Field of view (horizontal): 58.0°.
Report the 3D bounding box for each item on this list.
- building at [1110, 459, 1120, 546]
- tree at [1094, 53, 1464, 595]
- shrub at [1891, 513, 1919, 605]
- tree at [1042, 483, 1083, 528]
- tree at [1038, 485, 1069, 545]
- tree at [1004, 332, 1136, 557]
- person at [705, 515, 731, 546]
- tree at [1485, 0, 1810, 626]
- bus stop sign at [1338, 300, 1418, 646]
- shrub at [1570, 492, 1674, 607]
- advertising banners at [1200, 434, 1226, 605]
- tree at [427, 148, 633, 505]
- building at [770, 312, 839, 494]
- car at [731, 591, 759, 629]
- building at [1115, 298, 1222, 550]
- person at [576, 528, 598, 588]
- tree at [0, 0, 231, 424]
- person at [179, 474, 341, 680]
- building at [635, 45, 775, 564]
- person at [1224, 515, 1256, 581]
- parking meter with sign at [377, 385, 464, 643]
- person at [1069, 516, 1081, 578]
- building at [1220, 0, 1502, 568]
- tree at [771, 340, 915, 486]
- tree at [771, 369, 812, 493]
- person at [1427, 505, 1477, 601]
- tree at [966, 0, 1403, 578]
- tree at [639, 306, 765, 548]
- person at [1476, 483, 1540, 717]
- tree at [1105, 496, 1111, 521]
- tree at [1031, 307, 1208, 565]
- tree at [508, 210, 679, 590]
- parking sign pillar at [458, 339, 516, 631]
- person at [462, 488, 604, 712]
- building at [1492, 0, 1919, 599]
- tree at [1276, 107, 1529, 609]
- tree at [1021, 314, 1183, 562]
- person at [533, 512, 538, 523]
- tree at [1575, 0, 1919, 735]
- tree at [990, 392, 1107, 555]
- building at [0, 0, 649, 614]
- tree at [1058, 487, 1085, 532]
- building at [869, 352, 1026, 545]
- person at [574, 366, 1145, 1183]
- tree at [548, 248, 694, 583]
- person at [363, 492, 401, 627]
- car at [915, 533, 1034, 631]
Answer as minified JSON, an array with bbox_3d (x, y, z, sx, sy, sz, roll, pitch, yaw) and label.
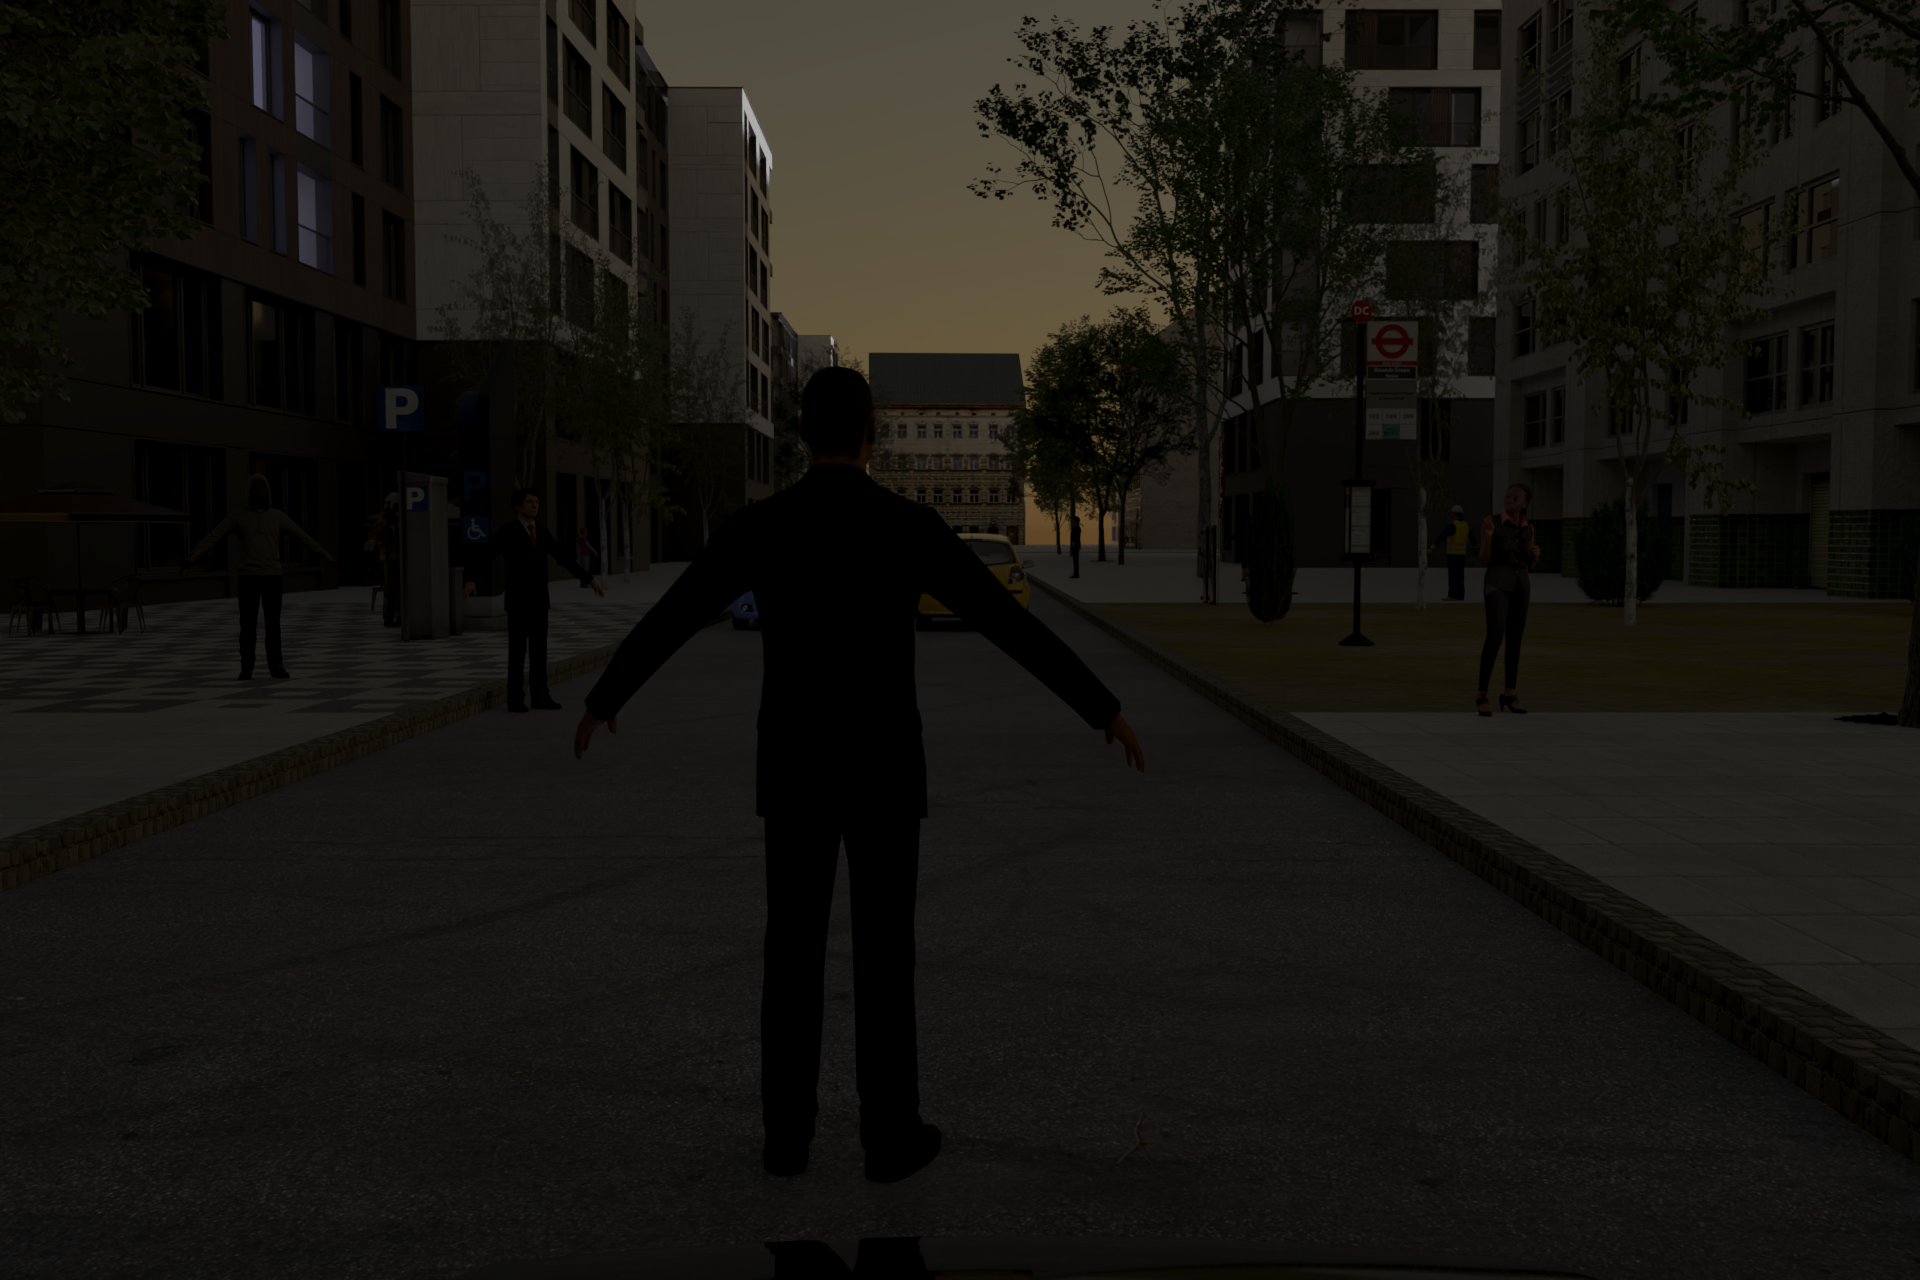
[{"bbox_3d":[21.060,-14.335,176.516,9.099,9.664,28.070,0,3,0],"label":"building"},{"bbox_3d":[6.681,-6.784,36.671,9.928,11.665,9.643,0,3,0],"label":"tree"},{"bbox_3d":[15.216,-1.354,26.556,1.690,2.028,1.600,0,3,0],"label":"shrub"},{"bbox_3d":[6.690,-10.135,116.066,4.737,8.622,4.395,0,3,0],"label":"tree"},{"bbox_3d":[11.212,-15.554,204.666,4.737,8.622,4.395,0,3,0],"label":"tree"},{"bbox_3d":[5.976,-10.983,97.697,7.486,12.596,7.792,0,3,0],"label":"tree"},{"bbox_3d":[-6.929,-2.790,51.553,1.347,1.837,0.705,0,4,-5],"label":"person"},{"bbox_3d":[9.349,-4.495,23.863,4.737,8.622,4.395,0,3,0],"label":"tree"},{"bbox_3d":[4.799,-1.907,19.879,0.855,3.939,0.416,0,4,0],"label":"bus stop sign"},{"bbox_3d":[11.730,-1.633,30.746,1.661,2.075,1.752,0,3,0],"label":"shrub"},{"bbox_3d":[4.597,-2.157,31.454,0.090,3.025,2.074,0,4,-2],"label":"advertising banners"},{"bbox_3d":[-8.532,-5.077,33.378,4.360,8.622,3.978,0,3,0],"label":"tree"},{"bbox_3d":[-27.109,-20.295,175.803,27.936,21.610,32.646,0,4,-1],"label":"building"},{"bbox_3d":[-2.576,-1.076,27.183,1.945,1.707,3.694,0,3,0],"label":"car"},{"bbox_3d":[23.965,-19.507,149.859,19.493,23.208,18.063,0,4,-1],"label":"building"},{"bbox_3d":[-8.833,-1.939,40.974,0.599,1.433,0.991,-3,4,-39],"label":"person"},{"bbox_3d":[-8.491,-5.753,12.182,7.486,12.596,7.792,0,3,0],"label":"tree"},{"bbox_3d":[-6.210,-0.565,15.372,1.348,1.813,0.705,-2,4,-30],"label":"person"},{"bbox_3d":[-23.797,-14.265,77.200,27.936,21.610,32.646,0,4,-1],"label":"building"},{"bbox_3d":[7.824,-2.497,46.958,1.346,1.812,0.704,1,4,13],"label":"person"},{"bbox_3d":[-6.539,-1.525,21.198,0.543,3.016,1.738,0,3,0],"label":"parking meter with sign"},{"bbox_3d":[3.343,-2.707,50.441,0.705,1.806,1.347,0,4,2],"label":"person"},{"bbox_3d":[25.853,-14.511,81.224,27.936,21.610,32.646,0,3,0],"label":"building"},{"bbox_3d":[-8.357,-12.182,109.548,12.009,13.543,11.850,0,3,0],"label":"tree"},{"bbox_3d":[-9.079,-10.043,98.619,8.767,10.594,7.601,0,4,5],"label":"tree"},{"bbox_3d":[9.500,-1.668,33.233,1.349,1.833,0.705,-2,4,-34],"label":"person"},{"bbox_3d":[6.110,-11.838,49.439,12.611,20.169,13.585,0,3,0],"label":"tree"},{"bbox_3d":[-8.207,-6.466,56.077,4.360,8.622,3.978,0,3,0],"label":"tree"},{"bbox_3d":[3.890,-0.291,12.274,0.415,1.643,0.593,2,4,32],"label":"person"},{"bbox_3d":[19.014,-15.711,207.243,4.360,8.622,3.978,0,3,0],"label":"tree"},{"bbox_3d":[6.604,-8.422,72.105,8.767,10.594,7.601,2,4,24],"label":"tree"},{"bbox_3d":[-8.132,-5.475,39.878,4.360,8.622,3.978,0,3,0],"label":"tree"},{"bbox_3d":[-6.374,-2.136,23.398,1.447,3.967,1.447,0,4,0],"label":"parking sign pillar"},{"bbox_3d":[-3.495,-0.332,14.066,0.705,1.806,1.347,3,5,40],"label":"person"},{"bbox_3d":[26.206,-10.726,41.834,16.747,18.905,31.486,0,3,0],"label":"building"},{"bbox_3d":[8.115,-4.833,29.375,4.360,8.622,3.978,0,3,0],"label":"tree"},{"bbox_3d":[6.704,-9.484,80.817,9.928,11.665,9.643,0,3,0],"label":"tree"},{"bbox_3d":[-8.416,-1.697,34.467,1.216,1.740,0.721,2,4,28],"label":"person"},{"bbox_3d":[6.602,-5.218,11.069,9.928,11.665,9.643,0,3,0],"label":"tree"},{"bbox_3d":[5.935,-10.642,108.404,7.601,10.594,8.767,2,4,25],"label":"tree"},{"bbox_3d":[-24.916,-12.204,43.506,27.936,21.610,32.646,0,4,1],"label":"building"},{"bbox_3d":[13.696,-15.841,209.363,4.360,8.622,3.978,0,3,0],"label":"tree"},{"bbox_3d":[-1.926,-22.959,208.766,18.063,23.208,19.493,0,4,-3],"label":"building"},{"bbox_3d":[-0.263,0.291,3.920,1.346,1.802,0.704,1,4,10],"label":"person"},{"bbox_3d":[-8.658,-5.767,44.652,4.737,8.622,4.395,0,3,0],"label":"tree"},{"bbox_3d":[-7.818,-1.117,24.039,0.705,1.858,1.354,2,4,25],"label":"person"},{"bbox_3d":[0.174,-1.027,27.007,2.015,1.641,3.980,0,3,0],"label":"car"}]
